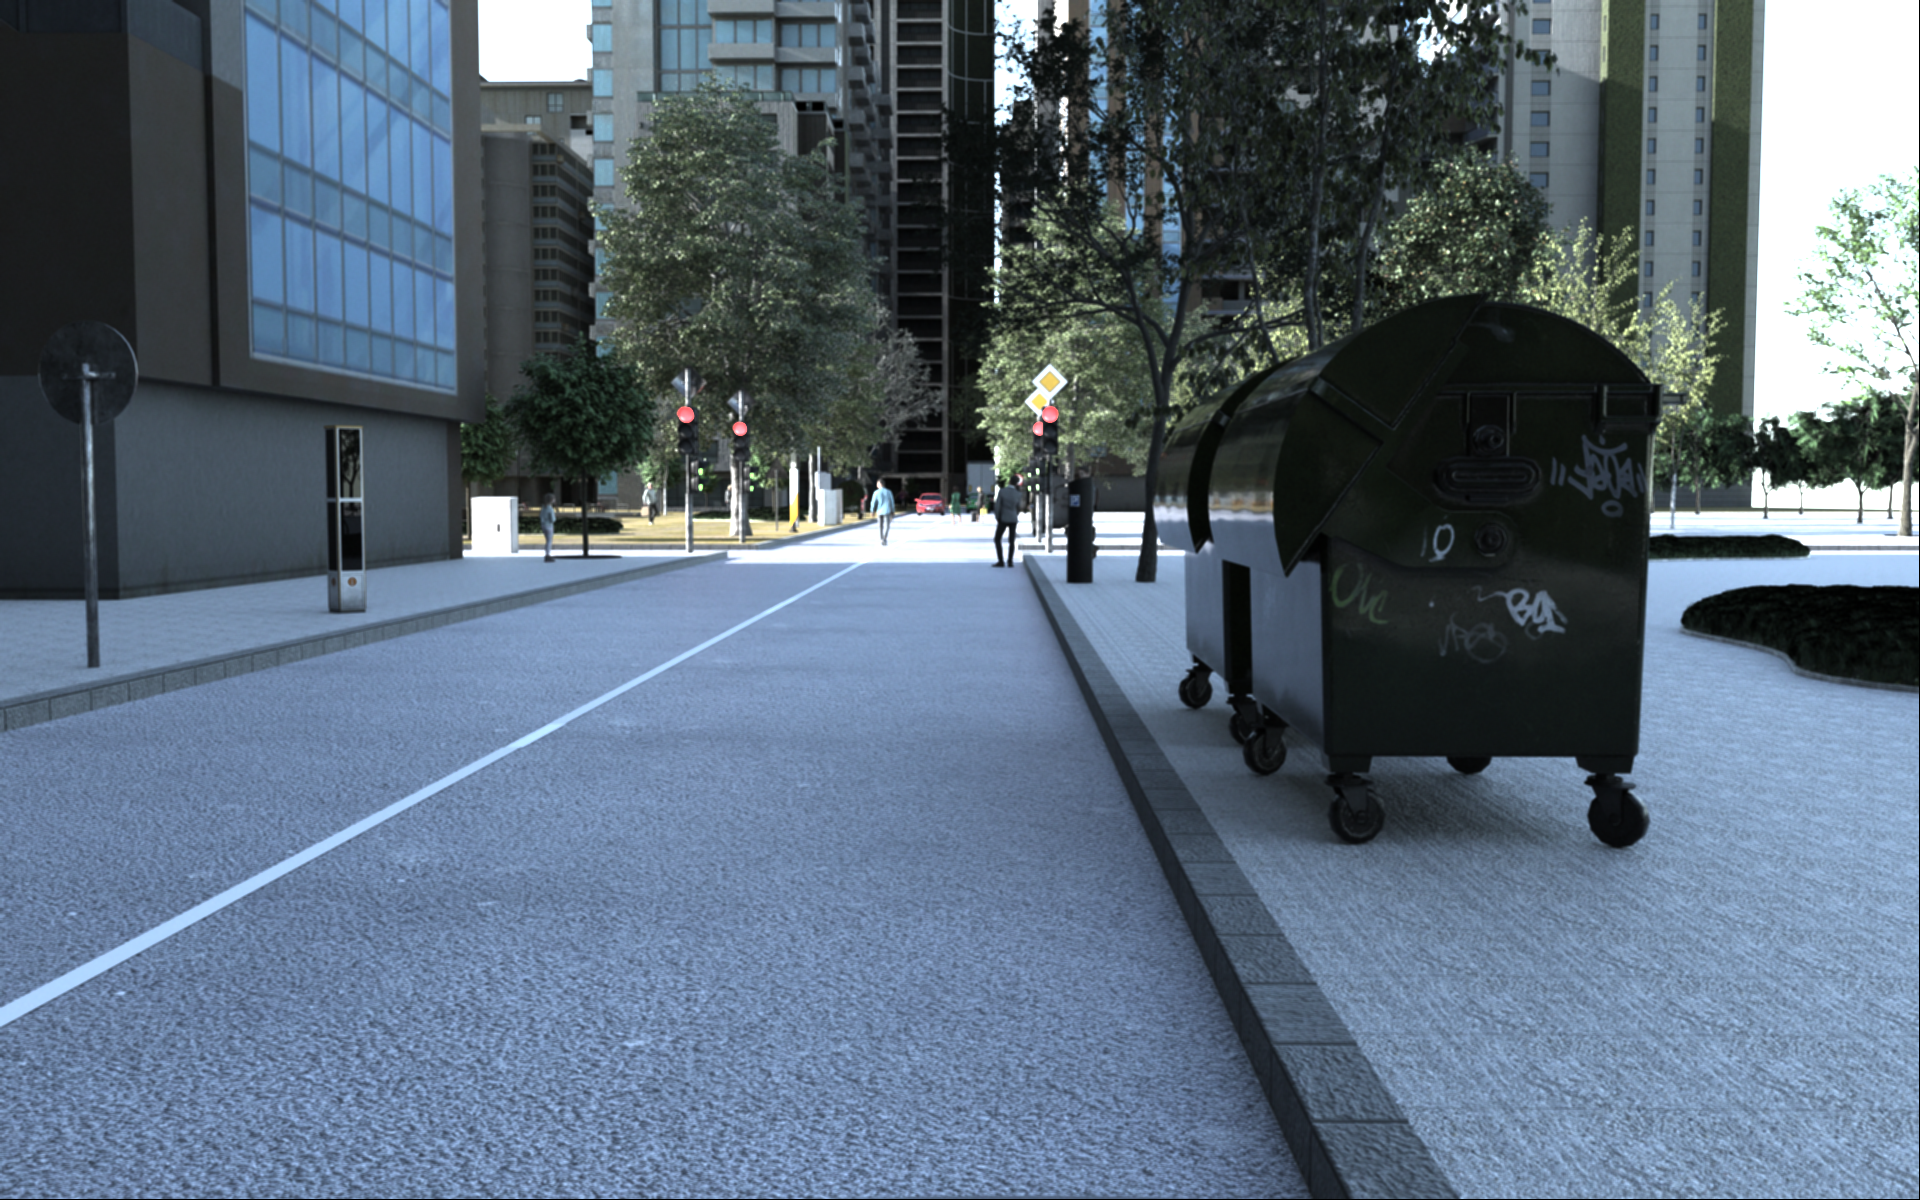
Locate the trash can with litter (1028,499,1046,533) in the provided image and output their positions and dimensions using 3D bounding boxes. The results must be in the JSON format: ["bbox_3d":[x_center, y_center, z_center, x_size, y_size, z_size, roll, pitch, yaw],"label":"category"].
[{"bbox_3d":[2.544,-2.758,56.478,0.624,1.170,1.055,0,4,6],"label":"trash can with litter"}]

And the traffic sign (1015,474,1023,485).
[{"bbox_3d":[3.626,-6.635,108.589,0.768,2.556,0.104,0,4,6],"label":"traffic sign"}]

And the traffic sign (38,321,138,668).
[{"bbox_3d":[-6.417,-0.773,12.750,0.768,2.556,0.104,0,4,6],"label":"traffic sign"}]

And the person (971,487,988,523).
[{"bbox_3d":[0.958,-4.716,85.829,0.699,1.804,1.509,0,4,-6],"label":"person"}]

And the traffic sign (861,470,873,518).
[{"bbox_3d":[-5.076,-5.628,92.019,0.884,2.594,0.081,0,4,4],"label":"traffic sign"}]

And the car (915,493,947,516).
[{"bbox_3d":[-1.923,-6.516,115.574,2.155,1.783,4.494,0,4,0],"label":"car"}]

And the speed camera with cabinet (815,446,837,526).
[{"bbox_3d":[-5.508,-4.708,71.309,0.660,3.252,2.038,-1,4,-13],"label":"speed camera with cabinet"}]

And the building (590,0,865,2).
[{"bbox_3d":[-18.854,-32.408,149.484,23.786,49.044,30.456,0,4,1],"label":"building"}]

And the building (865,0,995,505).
[{"bbox_3d":[-5.908,-47.593,216.399,20.611,71.187,20.563,0,4,1],"label":"building"}]

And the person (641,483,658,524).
[{"bbox_3d":[-13.192,-4.094,73.471,0.515,1.767,0.782,3,4,37],"label":"person"}]

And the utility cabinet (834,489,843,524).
[{"bbox_3d":[-5.239,-4.015,74.317,0.318,1.500,1.173,0,4,0],"label":"utility cabinet"}]

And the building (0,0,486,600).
[{"bbox_3d":[-16.739,-23.038,26.782,14.200,45.320,14.600,0,4,1],"label":"building"}]

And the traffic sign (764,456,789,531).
[{"bbox_3d":[-6.282,-3.630,59.354,0.884,2.594,0.081,0,4,7],"label":"traffic sign"}]

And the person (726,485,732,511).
[{"bbox_3d":[-12.878,-5.591,97.633,0.709,1.800,0.728,-1,4,-20],"label":"person"}]

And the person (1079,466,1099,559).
[{"bbox_3d":[2.466,-1.700,33.806,0.822,1.834,0.622,-2,4,-32],"label":"person"}]

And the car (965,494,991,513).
[{"bbox_3d":[1.362,-7.412,129.976,1.959,1.807,4.718,0,4,0],"label":"car"}]

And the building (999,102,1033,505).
[{"bbox_3d":[15.651,-36.277,216.834,21.600,48.544,21.300,0,4,1],"label":"building"}]

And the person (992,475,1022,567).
[{"bbox_3d":[0.921,-1.554,34.082,0.592,1.802,0.473,0,4,-1],"label":"person"}]

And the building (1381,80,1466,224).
[{"bbox_3d":[44.445,-32.680,184.430,14.200,45.320,14.600,0,4,1],"label":"building"}]

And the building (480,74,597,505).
[{"bbox_3d":[-50.555,-38.624,220.744,27.495,52.752,28.713,0,4,1],"label":"building"}]

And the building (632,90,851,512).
[{"bbox_3d":[-15.630,-21.777,127.749,14.160,30.474,14.107,0,4,1],"label":"building"}]

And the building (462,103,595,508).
[{"bbox_3d":[-50.233,-29.727,177.923,23.993,40.220,32.217,0,4,1],"label":"building"}]

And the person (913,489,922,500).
[{"bbox_3d":[-3.920,-9.861,167.993,1.217,1.735,0.721,0,4,-5],"label":"person"}]

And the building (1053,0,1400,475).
[{"bbox_3d":[21.929,-34.272,149.591,28.713,52.752,27.495,0,4,1],"label":"building"}]

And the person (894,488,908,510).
[{"bbox_3d":[-4.832,-8.264,141.843,1.217,1.739,0.721,-2,4,-25],"label":"person"}]

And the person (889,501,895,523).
[{"bbox_3d":[-3.463,-4.459,85.683,0.475,1.303,0.640,-2,4,-33],"label":"person"}]

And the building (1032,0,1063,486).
[{"bbox_3d":[17.990,-38.909,178.166,21.231,58.520,28.212,0,4,1],"label":"building"}]

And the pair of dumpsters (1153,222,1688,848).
[{"bbox_3d":[1.906,-0.354,8.283,1.574,2.255,4.437,0,4,1],"label":"pair of dumpsters"}]

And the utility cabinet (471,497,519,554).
[{"bbox_3d":[-10.091,-1.615,37.565,1.020,1.237,0.306,1,4,21],"label":"utility cabinet"}]

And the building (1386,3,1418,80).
[{"bbox_3d":[41.952,-55.216,215.446,31.000,86.520,22.319,0,4,1],"label":"building"}]

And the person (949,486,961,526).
[{"bbox_3d":[-0.178,-4.178,77.056,0.529,1.795,0.600,3,4,37],"label":"person"}]

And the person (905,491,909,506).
[{"bbox_3d":[-5.665,-11.007,186.741,0.721,1.736,1.217,1,4,8],"label":"person"}]

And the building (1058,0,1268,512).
[{"bbox_3d":[14.575,-29.285,128.916,14.600,45.320,14.200,0,4,1],"label":"building"}]

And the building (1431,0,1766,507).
[{"bbox_3d":[65.606,-39.078,180.922,28.212,58.520,21.231,0,4,1],"label":"building"}]

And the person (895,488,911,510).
[{"bbox_3d":[-4.520,-7.990,137.397,1.217,1.743,0.721,-1,4,-10],"label":"person"}]

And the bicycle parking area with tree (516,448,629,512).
[{"bbox_3d":[-25.727,-7.556,110.547,8.231,4.147,9.016,-2,4,-23],"label":"bicycle parking area with tree"}]

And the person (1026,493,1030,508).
[{"bbox_3d":[6.007,-9.204,157.083,0.990,1.755,0.434,-1,4,-14],"label":"person"}]

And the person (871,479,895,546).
[{"bbox_3d":[-2.159,-2.416,47.872,0.638,1.841,0.748,1,4,12],"label":"person"}]

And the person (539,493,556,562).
[{"bbox_3d":[-7.763,-1.369,32.712,0.425,1.301,0.394,2,4,27],"label":"person"}]
